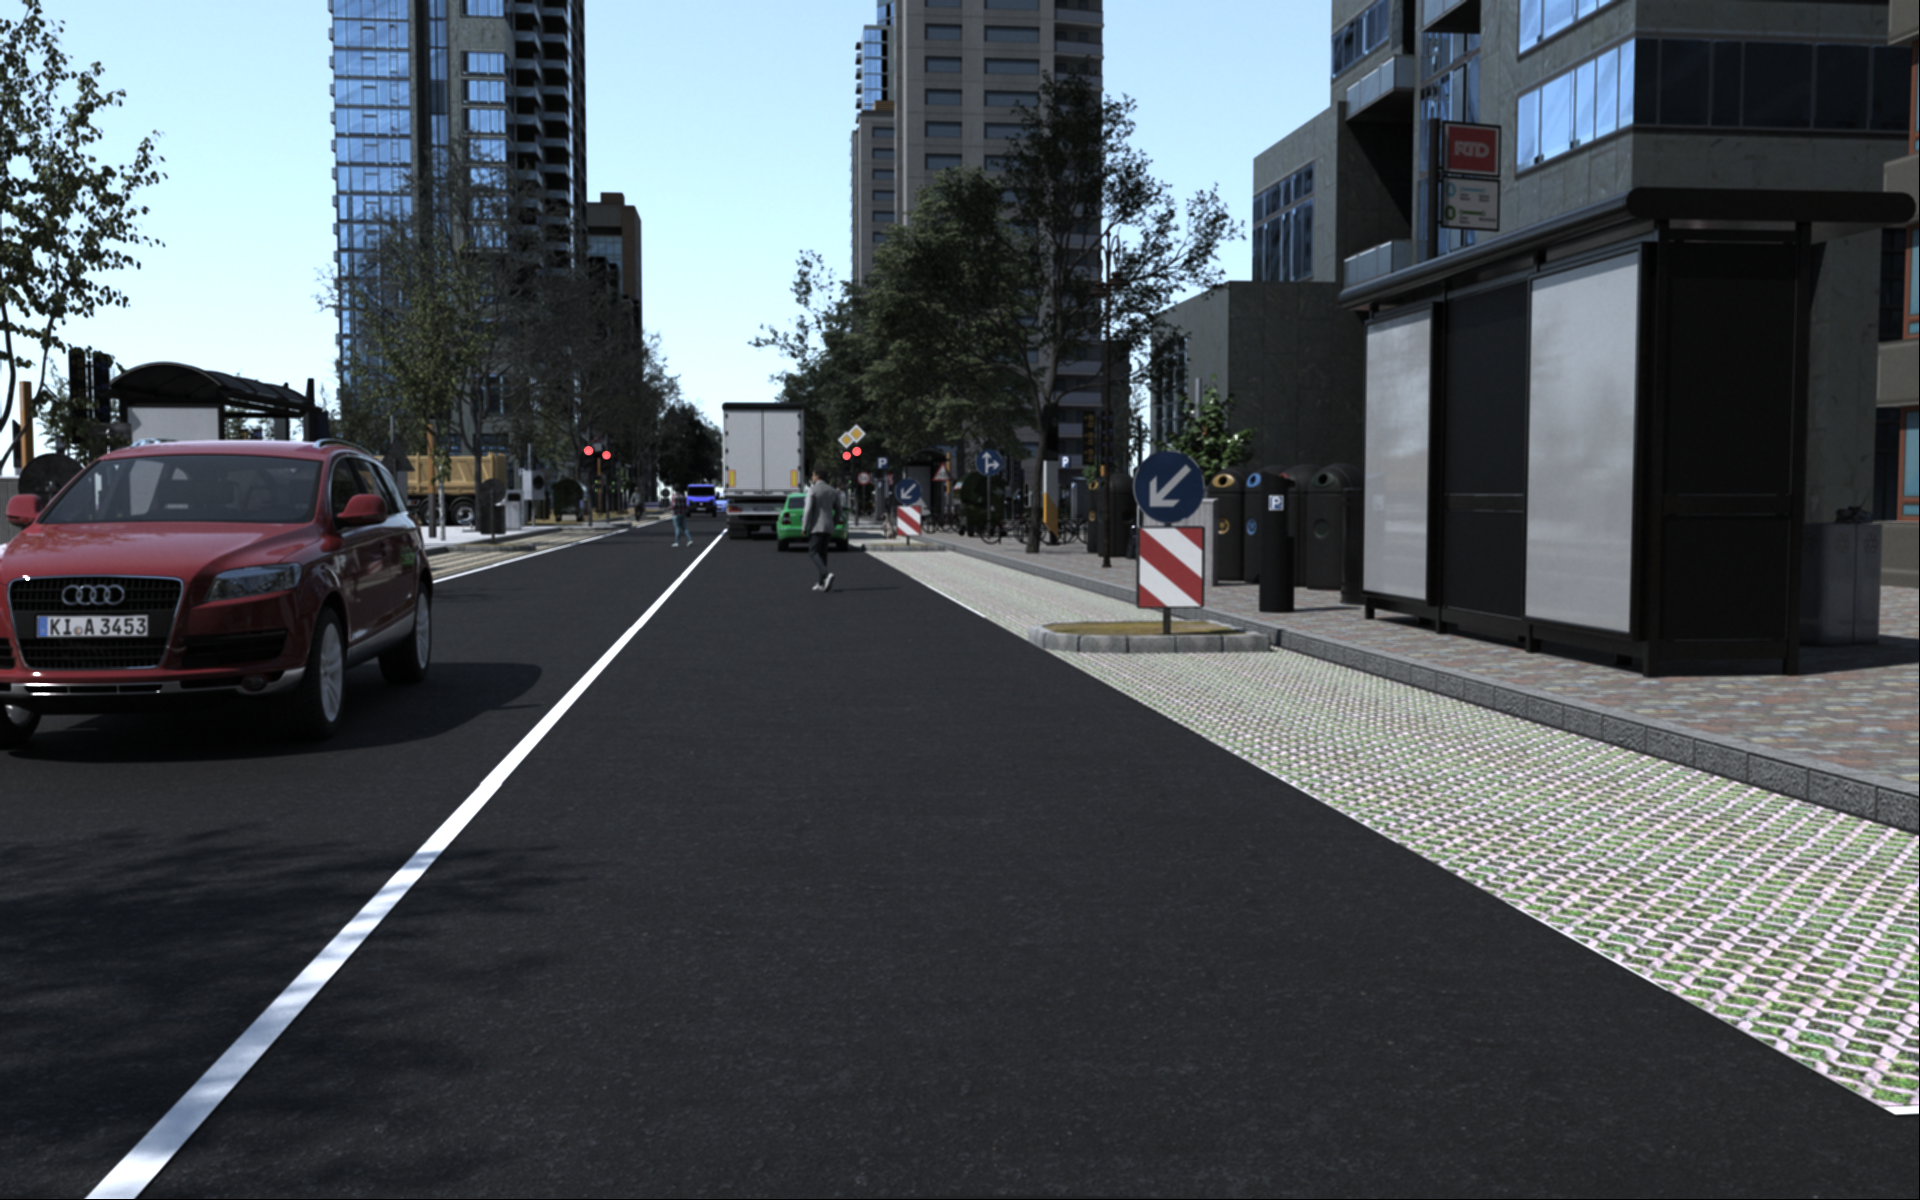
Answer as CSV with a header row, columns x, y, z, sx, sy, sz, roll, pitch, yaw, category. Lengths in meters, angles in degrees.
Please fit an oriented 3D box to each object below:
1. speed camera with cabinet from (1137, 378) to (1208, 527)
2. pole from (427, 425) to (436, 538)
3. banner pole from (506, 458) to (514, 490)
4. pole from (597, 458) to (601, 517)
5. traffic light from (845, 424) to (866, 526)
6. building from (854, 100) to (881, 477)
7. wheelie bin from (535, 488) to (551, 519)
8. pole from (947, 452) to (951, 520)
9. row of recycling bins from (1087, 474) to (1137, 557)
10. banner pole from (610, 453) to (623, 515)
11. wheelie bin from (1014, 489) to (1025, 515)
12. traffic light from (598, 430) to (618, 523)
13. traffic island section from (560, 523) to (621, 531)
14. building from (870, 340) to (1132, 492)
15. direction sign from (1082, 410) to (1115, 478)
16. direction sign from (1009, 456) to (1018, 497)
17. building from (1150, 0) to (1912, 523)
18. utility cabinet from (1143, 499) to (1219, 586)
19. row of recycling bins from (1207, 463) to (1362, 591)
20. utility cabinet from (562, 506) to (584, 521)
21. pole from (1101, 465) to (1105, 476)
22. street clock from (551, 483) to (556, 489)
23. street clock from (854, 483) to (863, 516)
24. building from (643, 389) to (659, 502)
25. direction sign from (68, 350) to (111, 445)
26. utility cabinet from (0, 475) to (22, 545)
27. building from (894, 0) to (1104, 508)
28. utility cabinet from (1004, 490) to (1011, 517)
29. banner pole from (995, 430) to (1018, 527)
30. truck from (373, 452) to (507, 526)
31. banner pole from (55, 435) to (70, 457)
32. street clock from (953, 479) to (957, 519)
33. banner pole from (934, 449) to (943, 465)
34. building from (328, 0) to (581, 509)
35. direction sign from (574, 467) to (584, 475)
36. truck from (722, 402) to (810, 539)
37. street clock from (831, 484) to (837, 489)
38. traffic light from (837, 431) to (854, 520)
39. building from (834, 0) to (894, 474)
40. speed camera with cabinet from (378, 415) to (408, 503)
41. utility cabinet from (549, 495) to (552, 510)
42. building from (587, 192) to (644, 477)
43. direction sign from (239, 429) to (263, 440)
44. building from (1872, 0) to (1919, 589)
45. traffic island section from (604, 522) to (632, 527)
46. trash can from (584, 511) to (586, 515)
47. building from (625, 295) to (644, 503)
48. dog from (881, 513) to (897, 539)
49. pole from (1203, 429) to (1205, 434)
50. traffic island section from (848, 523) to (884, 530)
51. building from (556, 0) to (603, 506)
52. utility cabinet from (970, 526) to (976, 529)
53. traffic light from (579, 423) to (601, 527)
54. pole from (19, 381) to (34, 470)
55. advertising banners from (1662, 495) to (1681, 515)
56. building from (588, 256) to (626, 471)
x,y,z,sx,sy,sz,roll,pitch,yaw,category
3.718,-2.199,30.283,0.660,3.252,2.038,-1,4,-15,speed camera with cabinet
-15.517,-3.488,50.865,0.158,3.312,0.155,0,3,0,pole
-31.408,-7.993,120.703,0.401,3.779,0.863,3,4,36,banner pole
-20.418,-6.372,98.018,0.158,3.312,0.155,0,3,0,pole
-4.164,-4.920,69.360,0.839,4.253,0.868,0,4,-7,traffic light
-5.591,-44.325,266.713,21.231,58.520,28.212,0,4,-7,building
-21.134,-4.880,87.697,0.693,1.594,0.980,-3,5,-44,wheelie bin
-0.539,-5.522,84.131,0.158,3.312,0.155,0,3,0,pole
3.298,-1.815,36.786,1.069,1.692,3.534,0,4,0,row of recycling bins
-22.610,-7.575,113.862,0.863,3.779,0.401,-2,4,-26,banner pole
3.639,-6.044,106.730,0.693,1.594,0.980,-1,4,-17,wheelie bin
-15.474,-5.331,76.075,0.839,4.253,0.868,0,4,-7,traffic light
-14.595,-2.813,68.273,2.009,0.180,2.903,0,4,-7,traffic island section
3.953,-22.185,207.757,27.650,21.520,28.899,0,4,-7,building
3.742,-3.371,47.110,0.876,3.537,0.379,-1,4,-18,direction sign
3.071,-6.823,103.552,0.876,3.537,0.379,-2,4,-28,direction sign
19.756,-44.869,46.286,22.319,86.520,31.000,0,4,-7,building
3.094,-0.804,24.313,1.020,1.237,0.306,1,4,22,utility cabinet
4.643,-1.070,24.615,1.069,1.692,3.534,-1,4,-22,row of recycling bins
-18.476,-4.509,82.405,1.173,1.500,0.318,1,4,17,utility cabinet
4.196,-3.457,50.367,0.158,3.312,0.155,0,3,0,pole
-26.115,-6.557,111.784,0.358,2.002,0.471,3,5,42,street clock
-5.845,-5.815,99.647,0.471,2.002,0.358,0,4,-2,street clock
-63.977,-26.717,281.860,27.650,21.520,28.899,0,4,-7,building
-13.842,-2.179,27.624,0.379,3.537,0.876,1,4,13,direction sign
-11.161,-0.717,20.406,1.173,1.500,0.318,-1,4,-17,utility cabinet
3.794,-38.894,177.917,21.231,58.520,28.212,0,4,-7,building
2.258,-5.403,97.018,1.173,1.500,0.318,-2,4,-26,utility cabinet
1.865,-4.728,67.316,0.863,3.779,0.401,-2,4,-27,banner pole
-23.906,-4.626,71.562,9.791,3.379,3.469,0,4,-5,truck
-33.534,-4.577,64.859,0.401,3.779,0.863,1,4,15,banner pole
-0.142,-4.958,85.636,0.358,2.002,0.471,-3,4,-36,street clock
-1.043,-6.576,97.527,0.401,3.779,0.863,-1,4,-13,banner pole
-46.981,-51.966,162.314,22.319,86.520,31.000,0,4,-7,building
-31.319,-9.196,142.345,0.876,3.537,0.379,1,4,9,direction sign
-6.499,-4.257,58.520,2.839,4.237,11.283,0,4,-5,truck
-9.346,-7.577,128.458,0.471,2.002,0.358,3,5,44,street clock
-5.084,-5.405,77.292,0.839,4.253,0.868,0,4,-7,traffic light
-9.883,-60.128,295.769,22.319,86.520,31.000,0,4,-7,building
-14.936,-3.004,43.450,2.038,3.252,0.660,1,4,10,speed camera with cabinet
-32.918,-7.736,137.637,1.020,1.237,0.306,2,4,24,utility cabinet
-55.100,-37.306,260.055,14.600,45.320,14.200,0,4,-7,building
-24.541,-4.161,60.033,0.876,3.537,0.379,1,4,12,direction sign
28.284,-10.158,11.124,27.650,21.520,28.899,0,4,-7,building
-15.515,-3.298,76.205,2.009,0.180,2.903,0,4,-7,traffic island section
-23.014,-5.763,105.876,0.748,1.137,0.748,0,3,0,trash can
-52.767,-29.043,246.556,14.160,30.474,14.107,0,4,-7,building
-2.268,-2.322,54.803,0.513,0.831,0.800,0,4,2,dog
7.012,-3.398,49.401,0.158,3.312,0.155,0,3,0,pole
-4.123,-2.887,69.479,2.009,0.180,2.903,0,4,-7,traffic island section
-49.290,-45.912,188.906,20.563,71.187,20.611,0,4,-7,building
0.608,-3.211,63.667,0.306,1.237,1.020,1,4,13,utility cabinet
-14.554,-4.845,68.143,0.839,4.253,0.868,0,4,-7,traffic light
-16.868,-2.294,31.354,0.158,3.312,0.155,0,3,0,pole
7.544,-1.378,18.712,0.090,3.025,2.074,0,4,-3,advertising banners
-48.260,-26.667,207.711,14.160,30.474,14.107,0,4,-7,building
